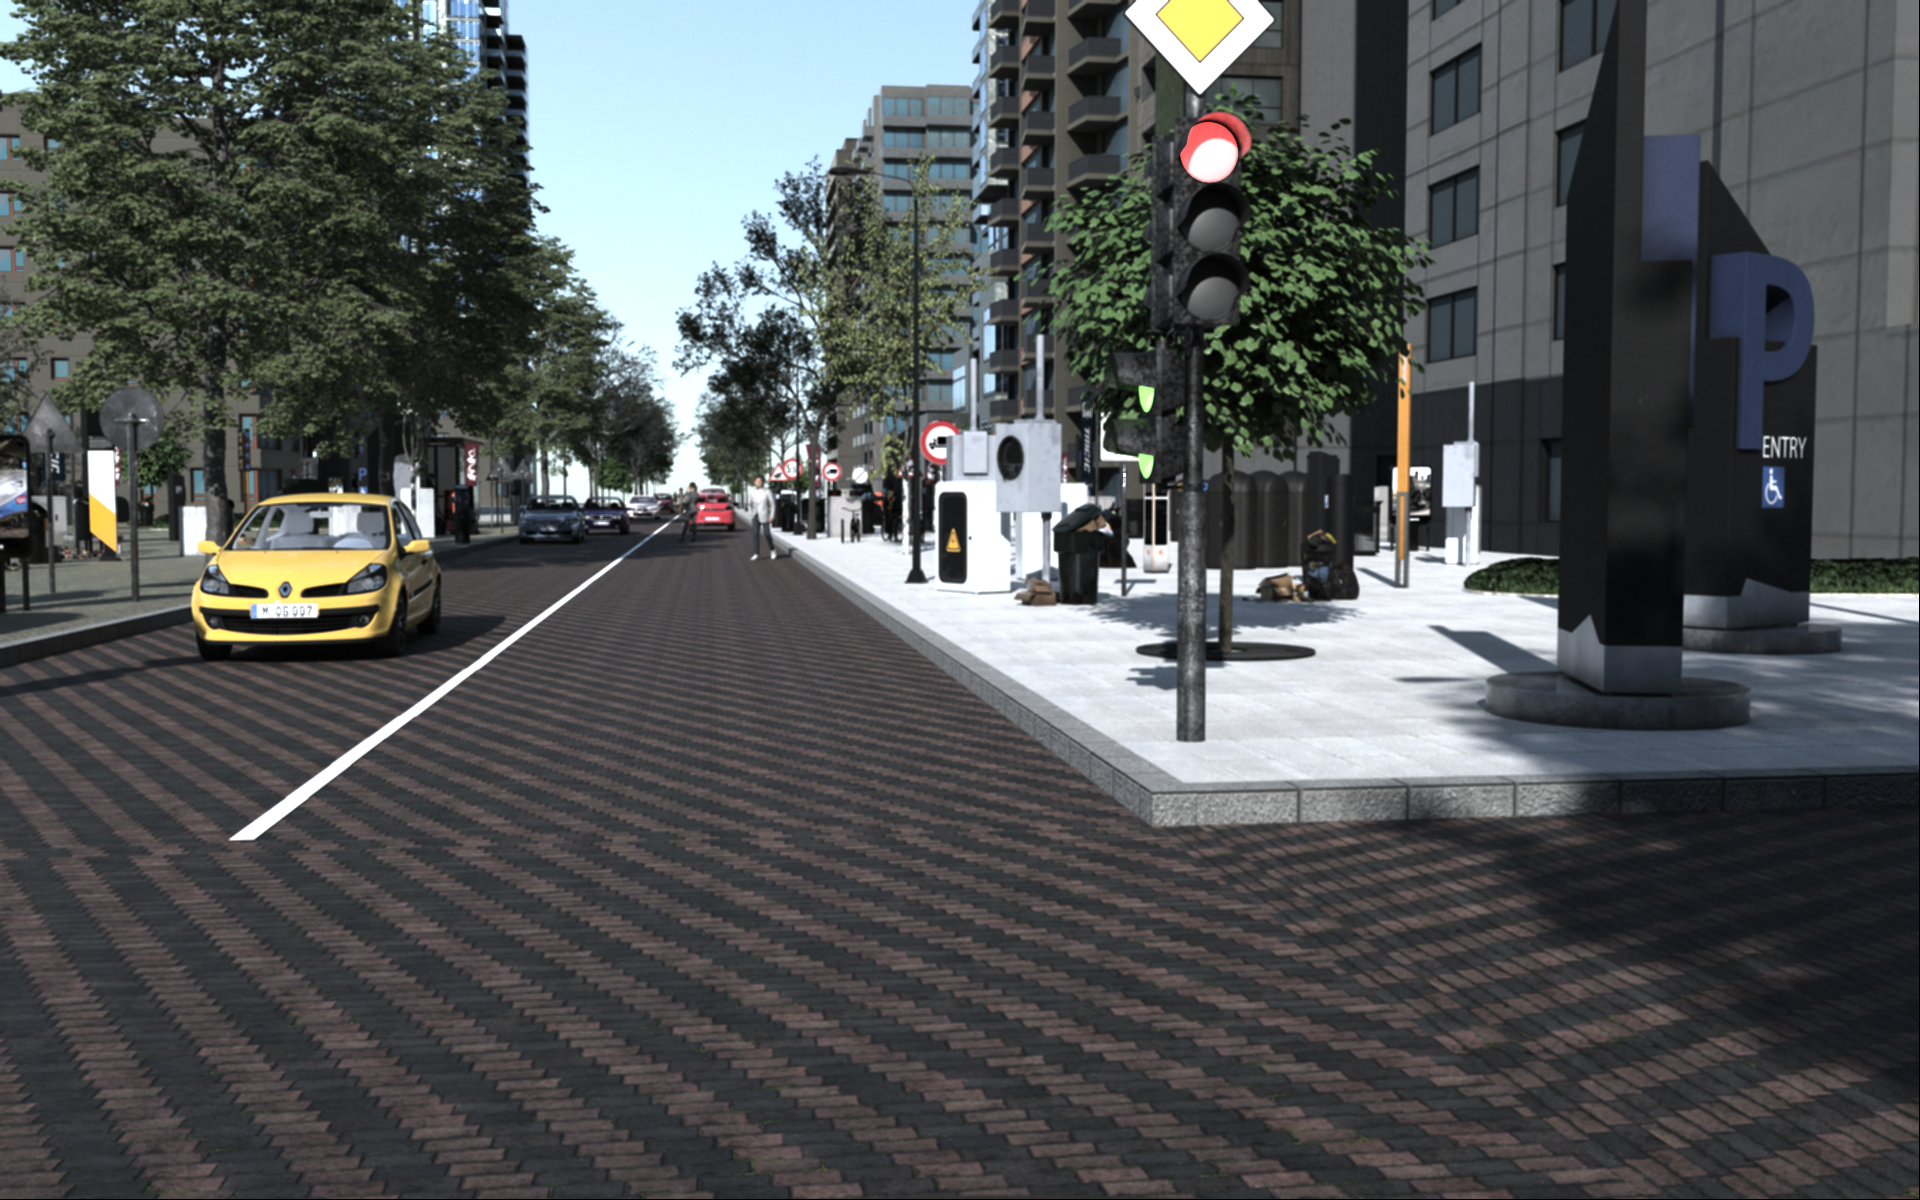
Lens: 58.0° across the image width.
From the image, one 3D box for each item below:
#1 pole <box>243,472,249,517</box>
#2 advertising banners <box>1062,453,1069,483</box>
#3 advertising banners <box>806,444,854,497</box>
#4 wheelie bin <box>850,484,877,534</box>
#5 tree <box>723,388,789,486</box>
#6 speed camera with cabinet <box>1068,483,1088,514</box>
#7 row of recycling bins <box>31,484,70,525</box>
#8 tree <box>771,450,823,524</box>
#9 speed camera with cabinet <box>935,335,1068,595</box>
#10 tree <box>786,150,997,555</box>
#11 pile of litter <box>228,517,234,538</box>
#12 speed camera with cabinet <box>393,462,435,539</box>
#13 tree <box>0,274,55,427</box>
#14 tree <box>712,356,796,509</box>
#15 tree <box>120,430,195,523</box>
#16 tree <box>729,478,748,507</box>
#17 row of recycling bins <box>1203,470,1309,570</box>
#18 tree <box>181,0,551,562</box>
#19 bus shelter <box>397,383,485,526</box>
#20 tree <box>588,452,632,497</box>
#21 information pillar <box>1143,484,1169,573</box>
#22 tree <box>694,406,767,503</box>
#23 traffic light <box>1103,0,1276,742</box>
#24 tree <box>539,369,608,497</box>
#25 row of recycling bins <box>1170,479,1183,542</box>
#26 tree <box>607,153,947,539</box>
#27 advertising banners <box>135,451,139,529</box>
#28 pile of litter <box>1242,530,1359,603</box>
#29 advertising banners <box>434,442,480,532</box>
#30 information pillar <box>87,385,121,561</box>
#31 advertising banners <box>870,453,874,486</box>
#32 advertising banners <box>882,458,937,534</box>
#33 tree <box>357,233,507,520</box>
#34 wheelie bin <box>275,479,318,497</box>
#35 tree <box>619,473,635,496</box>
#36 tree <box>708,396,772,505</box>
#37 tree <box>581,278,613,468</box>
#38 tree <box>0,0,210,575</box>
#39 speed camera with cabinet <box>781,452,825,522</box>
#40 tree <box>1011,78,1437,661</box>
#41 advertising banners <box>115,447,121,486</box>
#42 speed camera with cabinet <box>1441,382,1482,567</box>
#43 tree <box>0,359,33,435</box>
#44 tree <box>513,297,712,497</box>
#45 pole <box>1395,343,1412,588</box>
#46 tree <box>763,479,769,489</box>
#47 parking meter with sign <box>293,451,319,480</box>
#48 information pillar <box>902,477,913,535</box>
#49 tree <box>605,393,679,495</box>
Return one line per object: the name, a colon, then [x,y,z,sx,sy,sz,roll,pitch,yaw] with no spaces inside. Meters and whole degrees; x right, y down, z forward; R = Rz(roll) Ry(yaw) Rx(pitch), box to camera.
pole: [-30.240,-4.864,73.365,0.158,3.312,0.155,0,3,0]
advertising banners: [4.046,-4.762,74.039,0.090,3.025,2.074,-2,4,-32]
advertising banners: [-4.392,-3.967,61.056,2.074,3.025,0.090,0,4,-1]
wheelie bin: [-3.120,-2.918,55.616,0.980,1.594,0.693,1,4,23]
tree: [-12.442,-9.564,106.730,4.360,8.622,3.978,0,3,0]
speed camera with cabinet: [0.841,-1.917,25.680,2.038,3.252,0.660,-1,4,-11]
row of recycling bins: [-37.749,-3.894,70.778,3.534,1.692,1.069,-3,4,-37]
tree: [-7.024,-4.928,75.178,1.663,3.219,1.824,0,3,0]
speed camera with cabinet: [0.455,-1.695,22.053,0.660,3.252,2.038,-2,4,-34]
tree: [-1.388,-5.268,36.492,4.737,8.622,4.395,0,3,0]
pile of litter: [-18.690,-1.866,44.481,1.176,0.858,1.719,0,4,-4]
speed camera with cabinet: [-15.891,-3.399,49.908,0.660,3.252,2.038,-3,5,-45]
tree: [-32.295,-6.534,57.198,4.360,8.622,3.978,0,3,0]
tree: [-18.946,-14.635,149.644,12.009,13.543,11.850,0,3,0]
tree: [-33.786,-5.421,72.347,4.285,4.588,4.351,0,3,0]
tree: [-22.604,-11.212,177.919,1.663,3.219,1.824,0,3,0]
row of recycling bins: [5.607,-1.441,30.681,1.069,1.692,3.534,3,5,42]
tree: [-12.542,-7.390,38.958,7.486,12.596,7.792,0,3,0]
bus shelter: [-19.563,-5.357,65.217,2.179,5.291,8.768,-1,4,-8]
tree: [-27.430,-9.305,135.857,4.285,4.588,4.351,0,3,0]
information pillar: [3.188,-1.445,28.124,0.304,2.012,0.304,-2,4,-25]
tree: [-30.493,-19.898,231.993,9.857,13.997,8.962,0,3,0]
traffic light: [1.184,-1.223,8.909,0.839,4.253,0.868,-1,4,-8]
tree: [-25.464,-11.364,120.214,8.767,10.594,7.601,0,4,8]
row of recycling bins: [6.984,-2.375,45.948,1.069,1.692,3.534,-3,5,-39]
tree: [-4.289,-6.978,48.496,8.767,10.594,7.601,1,4,8]
advertising banners: [-30.660,-4.177,64.487,0.090,3.025,2.074,-2,4,-26]
pile of litter: [4.144,-0.435,21.079,1.719,0.858,1.176,-1,4,-22]
advertising banners: [-17.231,-3.811,58.501,2.074,3.025,0.090,-2,4,-27]
information pillar: [-16.384,-2.553,33.102,0.504,3.616,0.183,0,4,-6]
advertising banners: [-4.022,-4.847,75.435,0.090,3.025,2.074,-1,4,-16]
advertising banners: [-1.585,-3.656,55.971,2.074,3.025,0.090,2,4,26]
tree: [-14.307,-5.844,45.908,4.360,8.622,3.978,0,3,0]
wheelie bin: [-13.528,-1.681,35.389,0.693,1.594,0.980,3,5,42]
tree: [-29.720,-9.831,155.334,1.663,3.219,1.824,0,3,0]
tree: [-25.564,-17.203,199.398,7.486,12.596,7.792,0,3,0]
tree: [-18.662,-9.664,76.136,7.486,12.596,7.792,0,3,0]
tree: [-11.728,-6.708,27.798,7.486,12.596,7.792,0,3,0]
speed camera with cabinet: [-7.102,-5.095,77.640,2.038,3.252,0.660,0,4,3]
tree: [2.058,-1.844,13.868,4.285,4.588,4.351,0,3,0]
advertising banners: [-27.407,-3.620,55.379,2.074,3.025,0.090,2,4,31]
speed camera with cabinet: [9.079,-2.262,31.314,0.660,3.252,2.038,1,4,20]
tree: [-42.813,-7.620,74.957,4.737,8.622,4.395,0,3,0]
tree: [-22.647,-12.048,107.347,12.009,13.543,11.850,0,3,0]
pole: [6.047,-1.820,23.601,0.158,3.312,0.155,0,3,0]
tree: [-10.249,-6.261,96.973,1.663,3.219,1.824,0,3,0]
parking meter with sign: [-25.917,-4.398,68.170,0.543,3.016,1.738,1,4,10]
information pillar: [-1.622,-3.055,54.433,0.304,2.012,0.304,1,4,18]
tree: [-39.413,-18.755,213.298,9.857,13.997,8.962,0,3,0]
